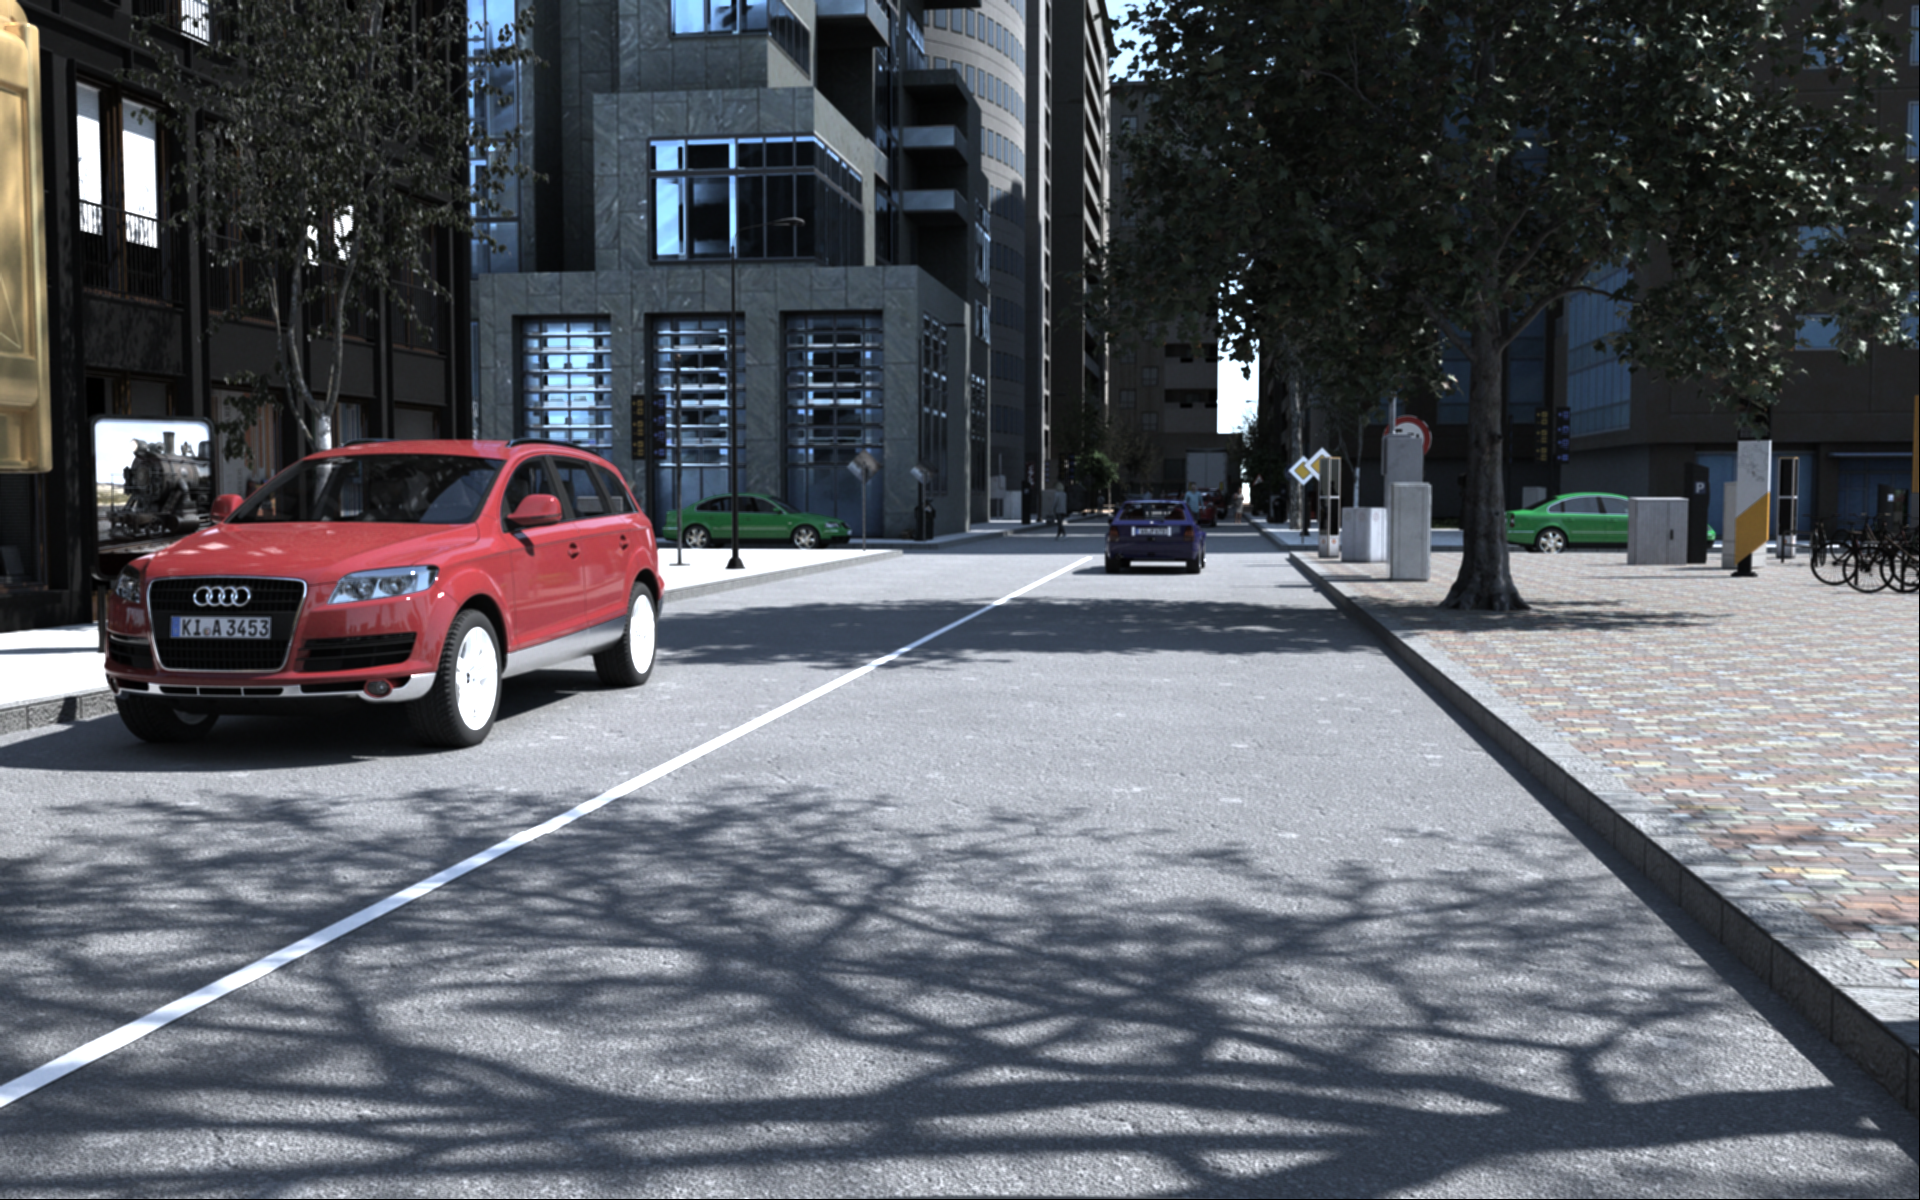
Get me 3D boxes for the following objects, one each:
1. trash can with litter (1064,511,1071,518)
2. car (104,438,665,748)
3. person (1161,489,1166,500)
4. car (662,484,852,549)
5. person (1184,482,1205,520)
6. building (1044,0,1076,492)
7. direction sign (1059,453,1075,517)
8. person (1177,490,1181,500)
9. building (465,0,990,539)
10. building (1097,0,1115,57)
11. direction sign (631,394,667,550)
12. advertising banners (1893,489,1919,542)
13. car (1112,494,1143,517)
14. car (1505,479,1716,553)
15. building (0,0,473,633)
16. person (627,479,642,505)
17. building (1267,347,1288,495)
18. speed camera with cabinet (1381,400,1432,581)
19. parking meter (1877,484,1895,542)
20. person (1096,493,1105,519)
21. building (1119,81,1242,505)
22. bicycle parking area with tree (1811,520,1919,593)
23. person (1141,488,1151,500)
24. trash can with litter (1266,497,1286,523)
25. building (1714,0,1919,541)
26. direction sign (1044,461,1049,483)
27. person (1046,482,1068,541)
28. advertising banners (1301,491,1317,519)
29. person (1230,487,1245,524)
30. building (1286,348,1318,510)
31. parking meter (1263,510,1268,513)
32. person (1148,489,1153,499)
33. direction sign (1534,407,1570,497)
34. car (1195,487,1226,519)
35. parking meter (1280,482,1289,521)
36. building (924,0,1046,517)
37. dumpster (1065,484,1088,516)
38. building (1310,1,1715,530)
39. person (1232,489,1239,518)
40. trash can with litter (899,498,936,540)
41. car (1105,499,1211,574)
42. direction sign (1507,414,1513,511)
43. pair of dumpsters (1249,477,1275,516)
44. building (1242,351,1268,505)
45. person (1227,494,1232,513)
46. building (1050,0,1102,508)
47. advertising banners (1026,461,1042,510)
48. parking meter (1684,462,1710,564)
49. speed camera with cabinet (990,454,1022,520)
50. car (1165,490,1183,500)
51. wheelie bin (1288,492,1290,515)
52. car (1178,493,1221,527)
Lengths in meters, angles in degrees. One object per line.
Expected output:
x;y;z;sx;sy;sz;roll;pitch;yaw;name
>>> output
4.954;-4.723;88.604;1.055;1.170;0.624;3;4;37;trash can with litter
-3.535;-0.177;11.567;2.281;1.827;5.304;0;4;7;car
13.005;-6.182;110.159;0.643;1.750;0.593;0;4;5;person
-5.085;-2.126;43.563;4.718;1.807;1.959;0;4;7;car
7.617;-2.932;56.453;0.660;1.820;0.620;-1;4;-12;person
-1.497;-42.397;131.442;20.563;71.187;20.611;1;4;8;building
5.877;-6.330;95.489;0.876;3.537;0.379;0;4;-7;direction sign
19.818;-9.005;155.686;0.705;1.831;1.348;-1;4;-22;person
-9.956;-45.918;63.429;22.319;86.520;31.000;1;4;8;building
1.752;-36.192;180.983;27.495;52.752;28.713;1;4;8;building
-7.087;-2.905;39.489;0.876;3.537;0.379;1;4;18;direction sign
24.704;-2.933;44.138;0.090;3.025;2.074;-3;4;-39;advertising banners
9.966;-5.604;101.405;2.009;1.686;4.222;1;4;9;car
14.828;-1.895;39.788;4.718;1.807;1.959;0;4;8;car
-14.468;-11.530;18.198;12.332;23.373;15.834;1;4;8;building
-8.239;-2.150;43.832;0.526;1.800;0.537;0;4;-3;person
42.868;-33.906;178.063;21.300;48.544;21.600;1;4;8;building
6.791;-1.956;26.309;0.660;3.252;2.038;1;4;10;speed camera with cabinet
23.477;-2.173;43.946;0.372;1.533;0.369;0;3;0;parking meter
7.907;-5.309;97.891;0.523;1.515;0.503;2;4;32;person
22.151;-38.623;220.719;27.495;52.752;28.713;1;4;8;building
15.160;-2.033;20.234;9.016;4.147;8.231;1;4;23;bicycle parking area with tree
10.363;-5.341;96.096;0.793;1.790;0.793;-1;4;-16;person
13.791;-3.941;75.828;0.624;1.170;1.055;-2;4;-26;trash can with litter
26.919;-24.596;52.261;14.200;45.320;14.600;1;4;8;building
5.714;-7.732;118.412;0.876;3.537;0.379;-2;4;-33;direction sign
3.032;-2.736;53.408;0.709;1.800;0.728;-3;4;-38;person
17.778;-5.583;87.462;2.074;3.025;0.090;2;4;33;advertising banners
13.405;-4.571;83.587;0.716;1.782;0.532;0;4;-7;person
39.451;-17.535;131.739;27.650;21.520;28.899;1;4;8;building
20.531;-6.593;116.203;0.372;1.533;0.369;0;3;0;parking meter
13.105;-6.769;119.736;0.480;1.755;0.524;-2;4;-26;person
15.415;-3.251;45.147;0.876;3.537;0.379;0;4;8;direction sign
14.201;-5.572;99.772;2.281;1.827;5.304;0;4;7;car
15.249;-4.635;81.496;0.399;1.863;0.255;1;4;18;parking meter
-6.805;-34.236;101.764;21.231;58.520;28.212;1;4;8;building
6.664;-5.764;99.992;1.264;1.857;1.865;1;4;9;dumpster
22.241;-25.820;72.275;14.600;45.320;14.200;1;4;8;building
16.776;-5.863;105.198;0.563;1.720;0.643;1;4;18;person
-1.217;-2.276;48.592;1.055;1.170;0.624;1;4;20;trash can with litter
3.716;-1.223;32.573;1.945;1.354;3.894;1;4;10;car
15.769;-3.531;49.726;0.379;3.537;0.876;1;4;10;direction sign
17.950;-6.115;102.478;1.574;2.255;4.437;1;4;9;pair of dumpsters
49.394;-34.126;212.576;28.867;44.769;22.147;1;4;8;building
19.910;-7.375;129.814;1.217;1.736;0.721;0;4;3;person
1.090;-32.376;153.046;21.300;48.544;21.600;1;4;8;building
4.510;-5.852;91.860;2.074;3.025;0.090;0;4;-1;advertising banners
13.574;-1.604;31.939;0.399;1.863;0.255;-1;4;-9;parking meter
2.293;-5.597;85.852;0.660;3.252;2.038;3;5;42;speed camera with cabinet
21.366;-10.003;172.228;2.281;1.827;5.304;0;4;7;car
20.440;-5.989;105.824;0.980;1.594;0.693;-3;5;-40;wheelie bin
10.386;-4.116;76.333;2.155;1.783;4.494;1;4;10;car
